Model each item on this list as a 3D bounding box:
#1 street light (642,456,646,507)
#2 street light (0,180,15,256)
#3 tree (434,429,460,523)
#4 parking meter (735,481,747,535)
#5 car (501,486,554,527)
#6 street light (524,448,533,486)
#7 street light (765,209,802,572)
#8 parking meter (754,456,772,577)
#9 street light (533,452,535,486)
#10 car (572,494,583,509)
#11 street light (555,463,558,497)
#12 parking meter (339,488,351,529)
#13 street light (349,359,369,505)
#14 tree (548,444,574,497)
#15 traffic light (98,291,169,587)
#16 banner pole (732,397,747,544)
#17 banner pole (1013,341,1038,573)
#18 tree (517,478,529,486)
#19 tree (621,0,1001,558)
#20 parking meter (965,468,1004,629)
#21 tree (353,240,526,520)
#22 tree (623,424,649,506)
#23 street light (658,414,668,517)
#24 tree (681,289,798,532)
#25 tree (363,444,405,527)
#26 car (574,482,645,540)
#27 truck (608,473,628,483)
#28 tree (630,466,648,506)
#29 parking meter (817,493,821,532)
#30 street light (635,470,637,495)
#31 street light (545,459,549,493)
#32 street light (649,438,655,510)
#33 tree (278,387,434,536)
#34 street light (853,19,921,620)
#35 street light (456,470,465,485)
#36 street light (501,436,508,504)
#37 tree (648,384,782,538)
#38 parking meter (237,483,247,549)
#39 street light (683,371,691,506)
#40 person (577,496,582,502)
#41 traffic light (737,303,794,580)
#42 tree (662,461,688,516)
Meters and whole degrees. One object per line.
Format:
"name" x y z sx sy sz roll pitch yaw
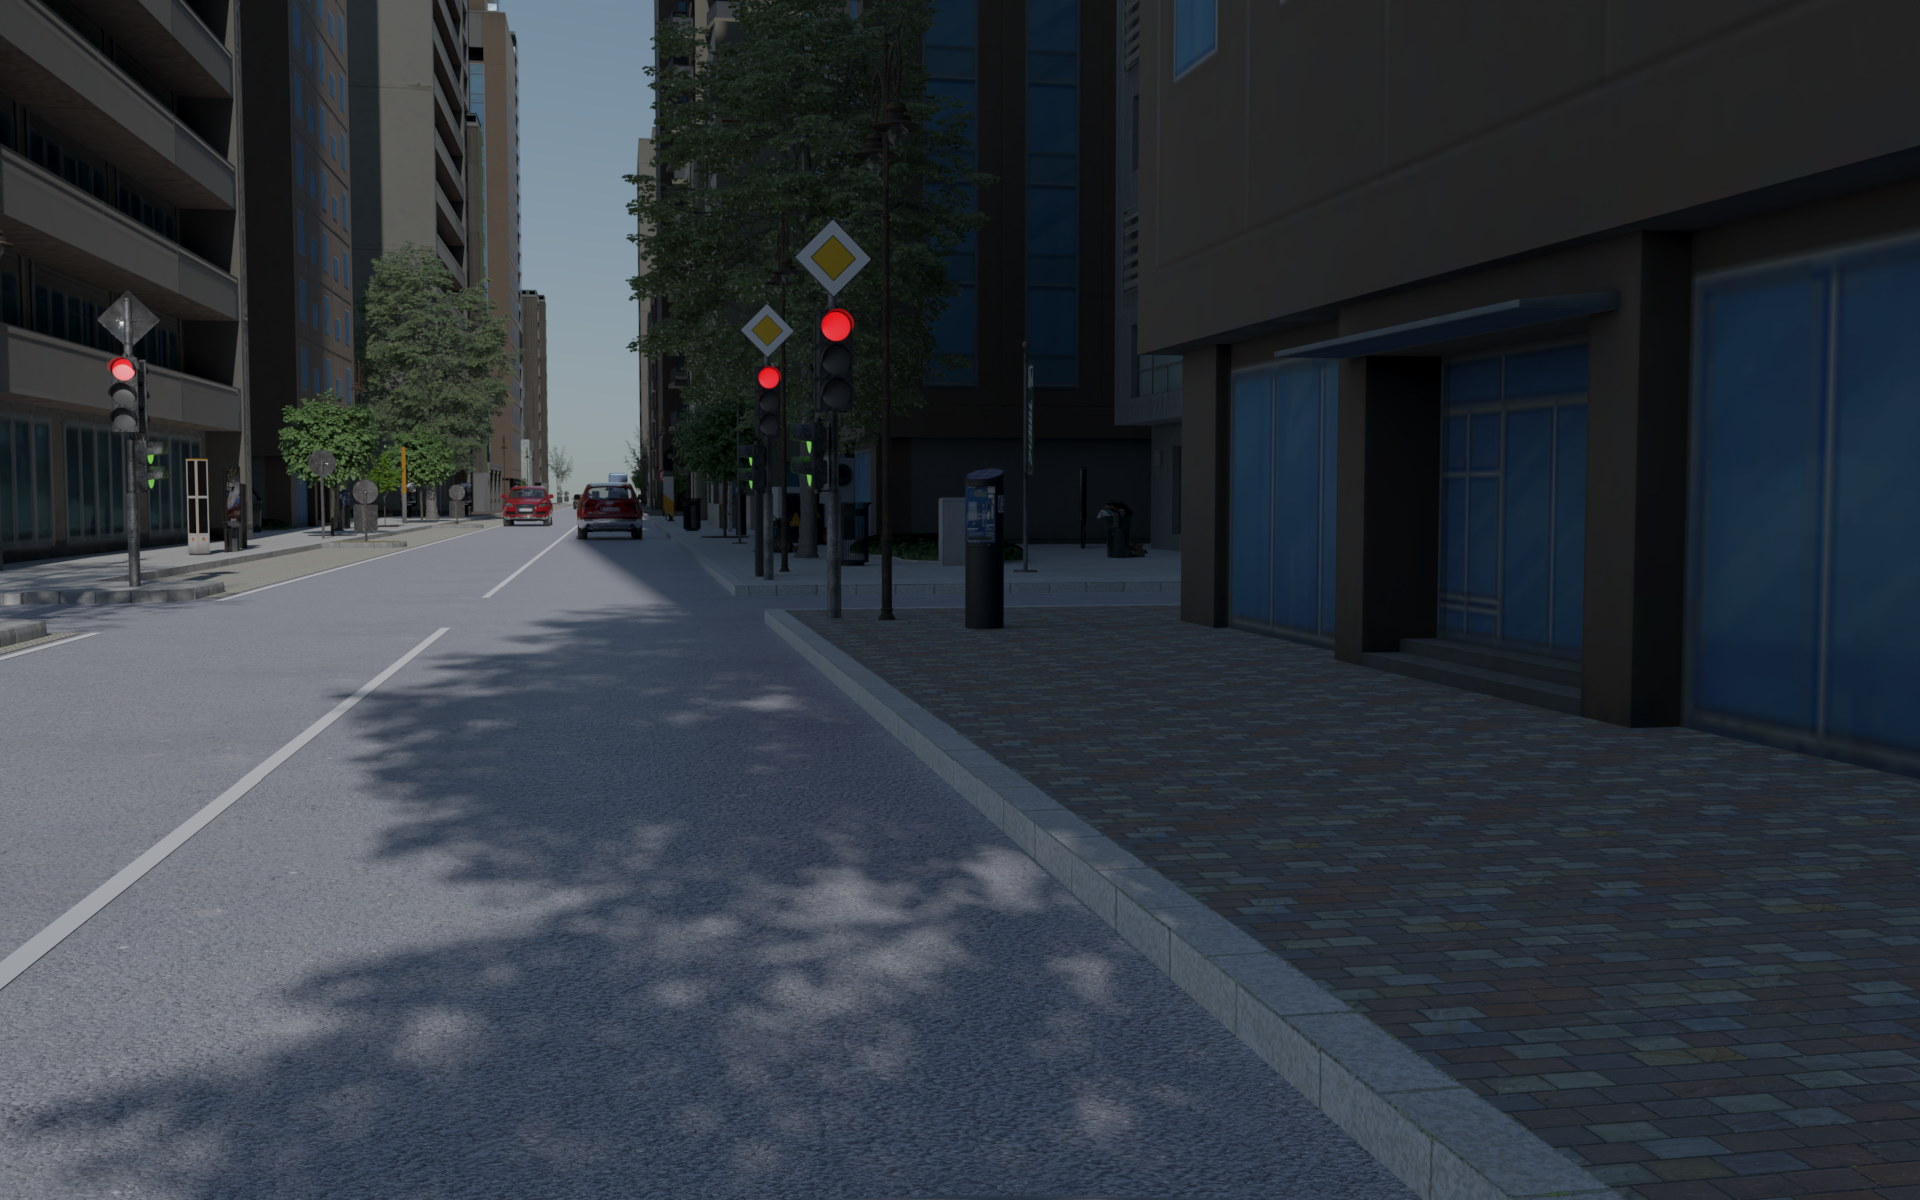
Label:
"street light" -31.631 -12.273 173.457 0.468 5.910 1.993 -1 4 -11
"street light" -13.542 -3.132 23.996 0.468 5.910 1.993 -1 4 -11
"tree" -24.293 -5.764 77.962 4.285 4.588 4.351 0 3 0
"parking meter" -6.794 -2.936 53.712 0.255 1.863 0.399 -2 4 -24
"car" -19.474 -4.249 78.140 2.281 1.827 5.304 -1 4 -11
"street light" -42.134 -11.983 168.712 0.468 5.910 1.993 -1 4 -11
"street light" -2.897 -3.405 28.457 0.468 5.910 1.993 -1 4 -11
"parking meter" -3.064 -1.301 26.989 0.255 1.863 0.399 -1 4 -10
"street light" -44.439 -12.705 180.520 0.468 5.910 1.993 -1 4 -11
"car" -35.539 -9.378 163.123 2.009 1.686 4.222 -1 4 -11
"street light" -58.218 -16.968 250.208 0.468 5.910 1.993 -1 4 -11
"parking meter" -22.696 -3.393 63.887 0.372 1.533 0.369 0 3 0
"street light" -20.539 -5.294 59.345 0.468 5.910 1.993 -1 4 -11
"tree" -58.673 -18.560 253.812 4.360 8.622 3.978 0 3 0
"traffic light" -11.462 -2.145 23.984 0.839 4.253 0.868 -1 4 -11
"banner pole" -5.750 -3.360 44.955 0.401 3.779 0.863 -1 4 -12
"banner pole" 1.112 -2.331 28.130 0.401 3.779 0.863 -1 4 -9
"tree" -44.104 -10.923 173.199 1.663 3.219 1.824 0 3 0
"tree" -3.097 -7.147 34.976 7.486 12.596 7.792 0 3 0
"parking meter" 0.236 -0.499 16.576 0.372 1.533 0.369 0 3 0
"tree" -26.630 -11.029 86.973 9.857 13.997 8.962 0 3 0
"tree" -32.960 -14.132 181.415 4.360 8.622 3.978 0 3 0
"street light" -17.876 -8.035 104.160 0.468 5.910 1.993 -1 4 -11
"tree" -7.666 -6.644 58.997 4.737 8.622 4.395 0 3 0
"tree" -22.263 -4.444 67.254 1.663 3.219 1.824 0 3 0
"car" -11.362 -2.903 56.139 2.281 1.827 5.304 -1 4 -12
"truck" -42.423 -13.759 214.725 2.967 4.110 18.799 -1 4 -11
"tree" -34.477 -12.584 189.463 4.285 4.588 4.351 0 3 0
"parking meter" -4.020 -2.413 47.861 0.372 1.533 0.369 0 3 0
"street light" -40.944 -15.162 220.689 0.468 5.910 1.993 -1 4 -11
"street light" -51.251 -14.823 215.140 0.468 5.910 1.993 -1 4 -11
"street light" -24.667 -10.153 138.789 0.468 5.910 1.993 -1 4 -11
"tree" -19.370 -4.251 53.215 4.285 4.588 4.351 0 3 0
"street light" -0.745 -2.735 17.506 0.468 5.910 1.993 -1 4 -11
"street light" -28.354 -7.716 98.940 0.468 5.910 1.993 -1 4 -11
"street light" -35.277 -9.866 134.101 0.468 5.910 1.993 -1 4 -11
"tree" -6.872 -4.123 51.117 4.285 4.588 4.351 0 3 0
"parking meter" -17.035 -1.985 40.870 0.372 1.533 0.369 0 3 0
"street light" -10.002 -5.576 63.959 0.468 5.910 1.993 -1 4 -11
"person" -23.823 -6.248 110.660 1.348 1.822 0.705 -1 4 -10
"traffic light" -2.869 -2.249 25.689 0.839 4.253 0.868 -1 4 -11
"tree" -16.731 -6.508 101.008 1.663 3.219 1.824 0 3 0
